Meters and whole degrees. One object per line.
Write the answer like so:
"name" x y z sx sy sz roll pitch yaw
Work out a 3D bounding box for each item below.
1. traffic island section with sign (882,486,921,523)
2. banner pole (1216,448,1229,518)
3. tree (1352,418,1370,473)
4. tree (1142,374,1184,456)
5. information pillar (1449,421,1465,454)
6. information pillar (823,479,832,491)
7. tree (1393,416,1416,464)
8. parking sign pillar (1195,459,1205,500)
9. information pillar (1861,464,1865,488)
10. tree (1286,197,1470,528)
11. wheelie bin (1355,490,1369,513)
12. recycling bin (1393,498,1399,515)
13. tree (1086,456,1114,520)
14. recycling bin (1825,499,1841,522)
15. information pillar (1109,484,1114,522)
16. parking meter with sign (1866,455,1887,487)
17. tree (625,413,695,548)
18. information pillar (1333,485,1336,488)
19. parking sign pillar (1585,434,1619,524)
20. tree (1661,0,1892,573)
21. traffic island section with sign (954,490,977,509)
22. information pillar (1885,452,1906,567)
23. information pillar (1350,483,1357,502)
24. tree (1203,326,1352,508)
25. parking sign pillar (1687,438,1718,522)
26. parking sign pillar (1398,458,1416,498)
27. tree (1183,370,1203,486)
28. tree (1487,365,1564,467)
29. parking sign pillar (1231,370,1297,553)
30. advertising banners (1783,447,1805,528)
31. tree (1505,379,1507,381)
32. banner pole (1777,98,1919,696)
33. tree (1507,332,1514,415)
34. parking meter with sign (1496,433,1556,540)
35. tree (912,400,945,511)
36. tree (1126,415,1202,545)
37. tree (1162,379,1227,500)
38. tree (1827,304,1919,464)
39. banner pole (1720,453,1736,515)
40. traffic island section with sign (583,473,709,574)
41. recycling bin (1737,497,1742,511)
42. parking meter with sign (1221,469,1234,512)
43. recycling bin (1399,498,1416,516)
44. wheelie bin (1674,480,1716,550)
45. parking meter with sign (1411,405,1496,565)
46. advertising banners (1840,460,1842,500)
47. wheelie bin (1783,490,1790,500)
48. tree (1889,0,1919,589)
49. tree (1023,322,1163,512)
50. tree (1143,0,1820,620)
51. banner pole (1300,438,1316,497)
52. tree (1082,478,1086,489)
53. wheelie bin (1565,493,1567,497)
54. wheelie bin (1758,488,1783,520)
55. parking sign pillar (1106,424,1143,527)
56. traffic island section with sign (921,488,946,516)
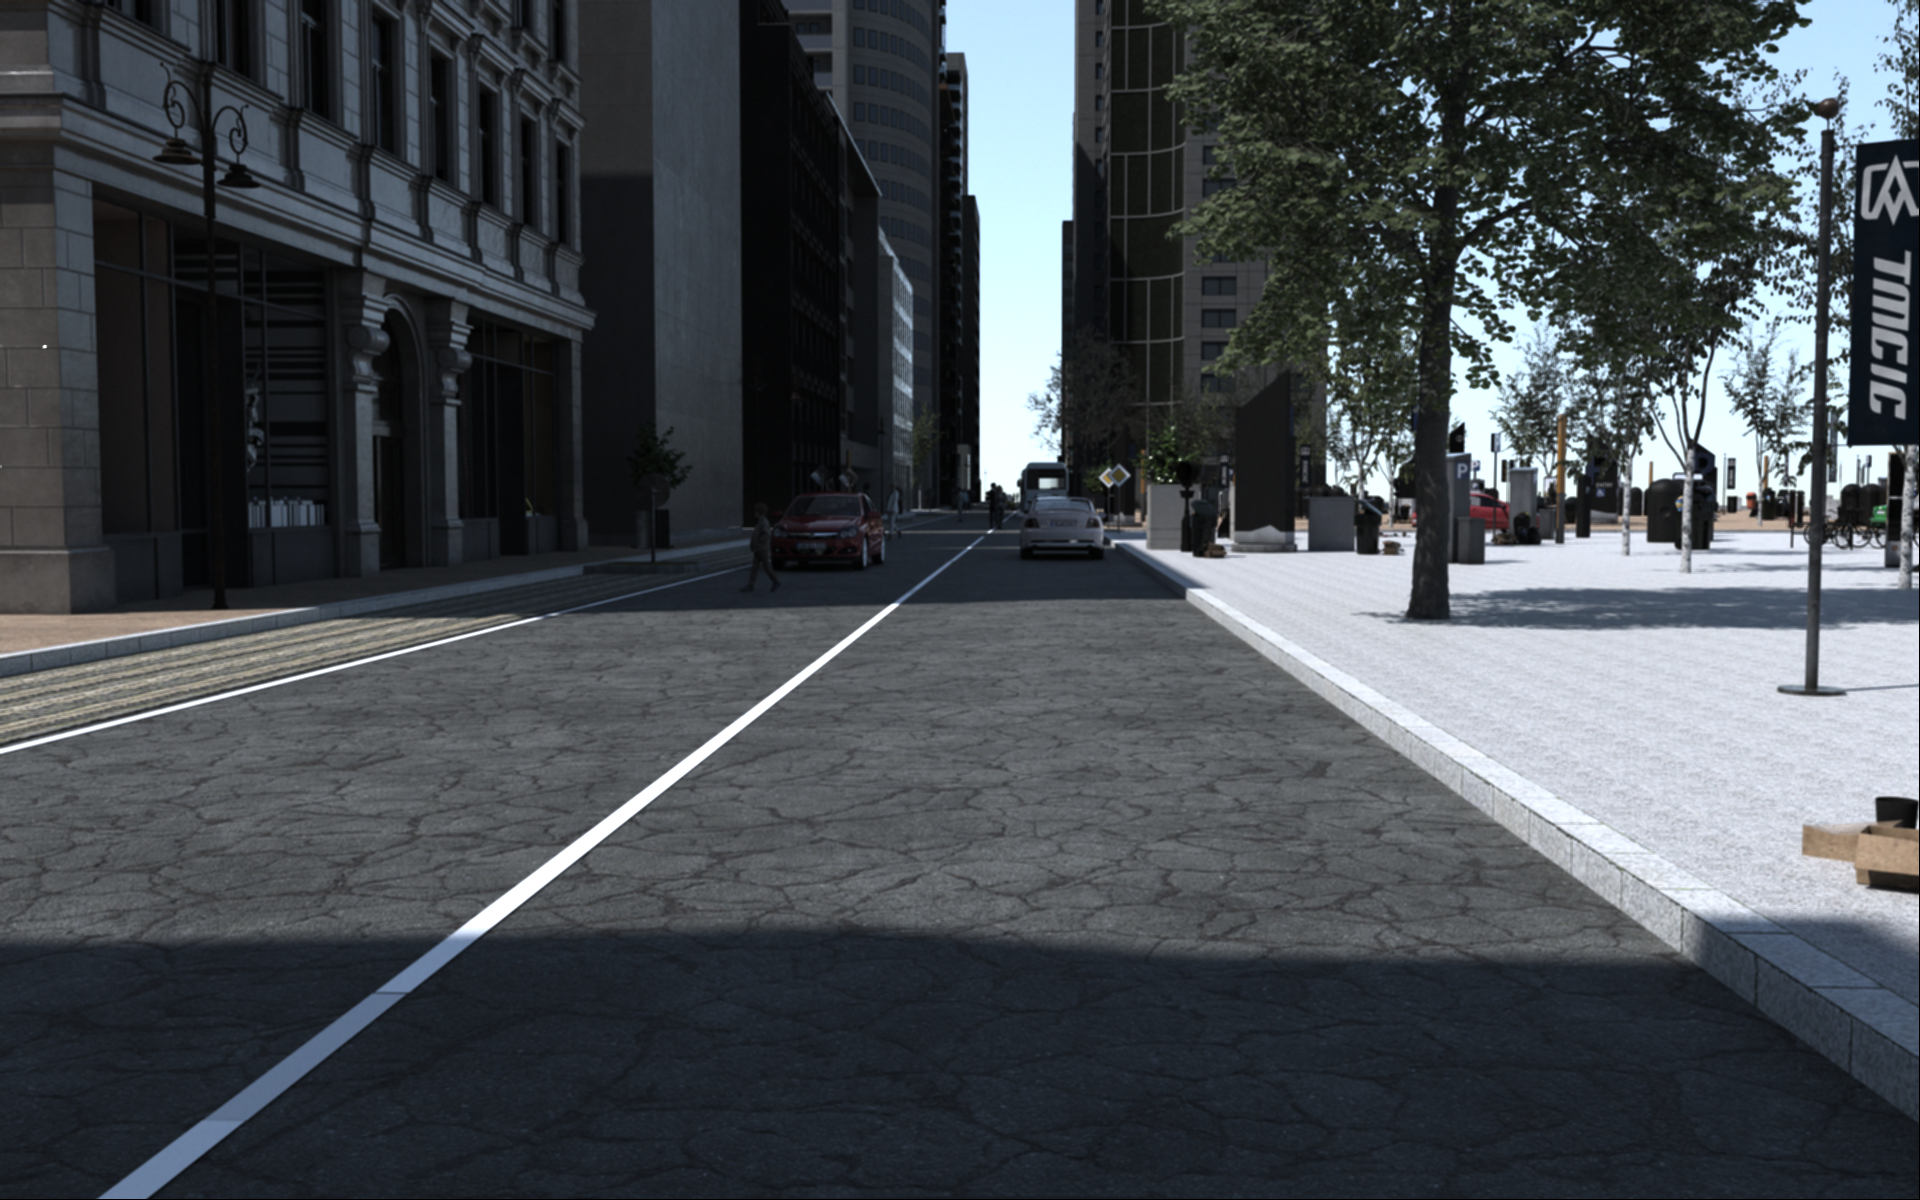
"traffic island section with sign" -3.160 -4.812 87.305 1.989 1.847 2.006 0 4 3
"banner pole" 14.081 -6.320 93.341 0.863 3.779 0.401 1 4 14
"tree" 26.825 -10.496 121.972 4.360 8.622 3.978 0 3 0
"tree" 13.005 -9.325 102.827 4.360 8.622 3.978 0 3 0
"information pillar" 16.033 -3.946 55.878 0.504 3.616 0.183 2 4 28
"information pillar" -5.514 -4.125 71.932 0.304 2.012 0.304 -3 5 -44
"tree" 35.721 -11.285 134.878 4.360 8.622 3.978 0 3 0
"parking sign pillar" 15.784 -7.682 114.070 1.447 3.967 1.447 0 4 0
"information pillar" 69.627 -8.699 133.583 0.504 3.616 0.183 -3 5 -44
"tree" 9.773 -5.606 42.016 4.737 8.622 4.395 0 3 0
"wheelie bin" 20.947 -5.034 90.221 0.693 1.594 0.980 0 4 6
"recycling bin" 26.162 -5.525 102.885 0.722 1.027 0.722 0 4 2
"tree" 7.657 -5.666 87.241 1.663 3.219 1.824 0 3 0
"recycling bin" 40.712 -4.160 80.571 0.722 1.027 0.722 2 4 32
"information pillar" 6.410 -4.173 72.715 0.304 2.012 0.304 1 4 9
"parking meter with sign" 41.467 -4.963 77.406 1.738 3.016 0.543 1 4 12
"tree" -7.349 -2.847 41.155 1.663 3.219 1.824 0 3 0
"information pillar" 29.880 -8.165 137.990 0.304 2.012 0.304 3 5 43
"parking sign pillar" 28.651 -5.459 77.724 1.447 3.967 1.447 0 4 1
"tree" 11.799 -4.760 28.191 4.360 8.622 3.978 0 3 0
"traffic island section with sign" 0.322 -9.506 164.045 1.989 1.847 2.006 0 4 3
"information pillar" 16.426 -1.582 30.352 0.304 2.012 0.304 3 4 36
"information pillar" 26.937 -6.978 118.578 0.304 2.012 0.304 -2 4 -31
"tree" 13.376 -7.511 73.161 4.360 8.622 3.978 0 3 0
"parking sign pillar" 34.643 -5.653 80.904 1.447 3.967 1.447 0 4 -1
"parking sign pillar" 31.337 -8.124 121.299 1.447 3.967 1.447 0 4 -3
"tree" 14.930 -8.902 95.917 4.360 8.622 3.978 0 3 0
"tree" 32.434 -9.124 99.539 4.737 8.622 4.395 0 3 0
"parking sign pillar" 6.738 -3.045 38.251 1.447 3.967 1.447 3 5 41
"advertising banners" 31.367 -4.221 65.205 2.074 3.025 0.090 -3 5 -43
"tree" 23.914 -7.310 69.879 4.360 8.622 3.978 0 3 0
"banner pole" 5.685 -1.279 10.935 0.863 3.779 0.401 2 4 34
"tree" 13.997 -5.245 36.110 4.360 8.622 3.978 0 3 0
"parking meter with sign" 16.004 -3.236 49.177 1.738 3.016 0.543 3 4 37
"tree" -3.340 -11.245 134.224 4.737 8.622 4.395 0 3 0
"tree" 5.164 -2.918 42.307 1.663 3.219 1.824 0 3 0
"tree" 15.120 -9.799 110.571 4.737 8.622 4.395 0 3 0
"tree" 28.639 -6.244 52.459 4.737 8.622 4.395 0 3 0
"banner pole" 47.021 -7.094 105.998 0.863 3.779 0.401 3 4 37
"traffic island section with sign" -5.685 -1.414 31.742 1.989 1.847 2.006 0 4 3
"recycling bin" 59.477 -7.348 132.694 0.722 1.027 0.722 1 4 23
"parking meter with sign" 18.798 -7.706 122.257 0.543 3.016 1.738 0 4 -7
"recycling bin" 26.070 -5.360 100.193 0.722 1.027 0.722 -3 5 -40
"wheelie bin" 16.990 -1.961 39.973 0.980 1.594 0.693 -2 4 -28
"parking meter with sign" 9.110 -2.197 32.189 0.543 3.016 1.738 -1 4 -21
"advertising banners" 45.088 -5.653 88.618 0.090 3.025 2.074 2 4 24
"wheelie bin" 57.448 -6.908 120.847 0.693 1.594 0.980 -2 4 -30
"tree" 12.839 -4.474 23.521 4.360 8.622 3.978 0 3 0
"tree" 9.521 -13.111 124.727 12.009 13.543 11.850 0 3 0
"tree" 5.196 -6.095 17.786 7.486 12.596 7.792 0 3 0
"banner pole" 15.536 -5.331 77.173 0.863 3.779 0.401 0 4 2
"tree" 8.607 -6.735 104.719 1.663 3.219 1.824 0 3 0
"wheelie bin" 44.484 -7.367 128.356 0.980 1.594 0.693 0 4 -1
"wheelie bin" 39.554 -4.704 84.812 0.693 1.594 0.980 0 4 -1
"parking sign pillar" 6.390 -4.821 67.301 1.447 3.967 1.447 -1 4 -15
"traffic island section with sign" -1.913 -6.487 114.694 1.989 1.847 2.006 0 4 3
